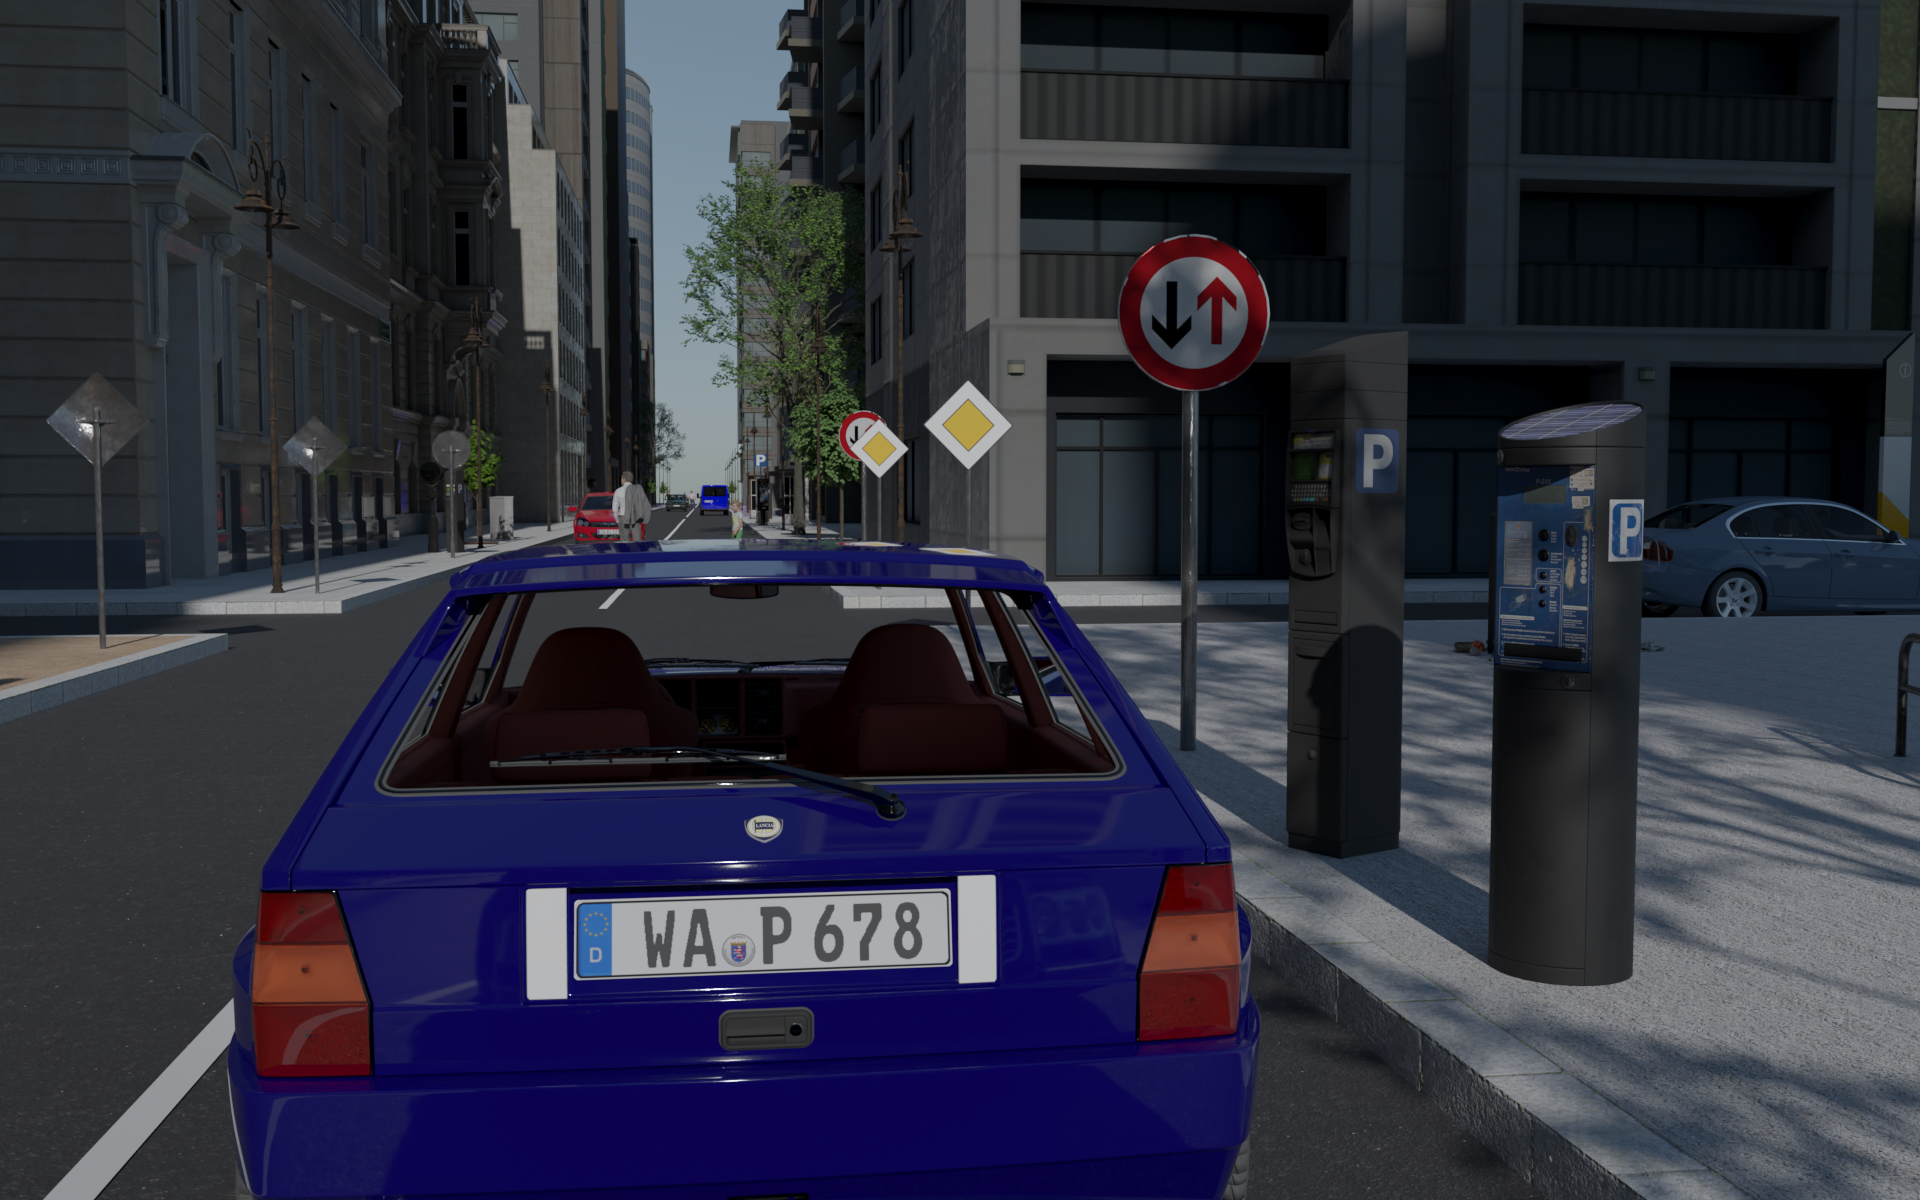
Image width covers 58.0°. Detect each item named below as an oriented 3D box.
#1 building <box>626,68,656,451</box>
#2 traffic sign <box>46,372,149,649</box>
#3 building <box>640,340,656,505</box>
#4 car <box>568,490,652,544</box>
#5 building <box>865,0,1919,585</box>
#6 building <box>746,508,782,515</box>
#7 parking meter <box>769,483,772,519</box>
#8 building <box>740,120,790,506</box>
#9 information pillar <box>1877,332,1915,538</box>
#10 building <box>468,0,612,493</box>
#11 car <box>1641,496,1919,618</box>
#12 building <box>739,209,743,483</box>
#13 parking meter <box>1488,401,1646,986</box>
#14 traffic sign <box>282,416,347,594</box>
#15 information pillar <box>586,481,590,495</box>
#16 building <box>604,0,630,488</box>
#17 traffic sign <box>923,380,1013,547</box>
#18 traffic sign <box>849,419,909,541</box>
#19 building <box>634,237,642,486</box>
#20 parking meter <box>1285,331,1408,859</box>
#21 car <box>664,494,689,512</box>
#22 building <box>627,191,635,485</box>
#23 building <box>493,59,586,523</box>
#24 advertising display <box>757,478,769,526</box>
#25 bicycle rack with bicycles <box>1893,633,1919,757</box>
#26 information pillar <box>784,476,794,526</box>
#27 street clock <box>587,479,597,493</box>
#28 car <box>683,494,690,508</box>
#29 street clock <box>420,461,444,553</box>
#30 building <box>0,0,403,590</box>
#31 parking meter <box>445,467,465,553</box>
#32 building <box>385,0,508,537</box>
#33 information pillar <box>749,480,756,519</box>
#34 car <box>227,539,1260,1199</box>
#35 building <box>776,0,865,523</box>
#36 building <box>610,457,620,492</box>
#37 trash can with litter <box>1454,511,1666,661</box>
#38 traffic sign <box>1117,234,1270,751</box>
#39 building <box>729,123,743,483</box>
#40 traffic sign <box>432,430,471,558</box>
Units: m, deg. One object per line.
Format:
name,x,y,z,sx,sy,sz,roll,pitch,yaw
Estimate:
building,-52.567,-42.388,235.040,21.231,58.520,28.212,-1,4,-8
traffic sign,-7.103,-0.652,14.298,0.795,2.450,0.064,-1,4,-8
building,-50.836,-22.136,206.962,27.650,21.520,28.899,-1,4,-8
car,-9.180,-2.230,45.504,2.155,1.783,4.494,-1,4,-10
building,9.138,-36.409,33.543,20.611,71.187,20.563,-1,4,-8
building,-0.776,-27.267,137.697,32.217,40.220,23.993,-1,4,-8
parking meter,-9.855,-5.088,88.899,0.399,1.863,0.255,0,4,0
building,-17.369,-31.183,193.441,14.154,41.232,14.086,-1,4,-8
information pillar,13.561,-2.063,25.091,0.504,3.616,0.183,-1,4,-14
building,-28.281,-25.581,101.849,14.154,41.232,14.086,-1,4,-8
car,9.370,-0.454,19.429,4.499,1.417,2.014,-1,4,-9
building,-16.116,-34.285,215.177,22.147,44.769,28.867,-1,4,-8
parking meter,1.625,0.230,4.648,0.372,1.533,0.369,0,3,0
traffic sign,-8.255,-1.135,22.200,0.795,2.450,0.064,-1,4,-8
information pillar,-20.508,-5.531,94.928,0.304,2.012,0.304,2,4,31
building,-33.456,-29.721,136.046,14.600,45.320,14.200,-1,4,-8
traffic sign,0.068,-0.714,15.320,0.795,2.450,0.064,-1,4,-8
traffic sign,-1.084,-1.197,23.221,0.795,2.450,0.064,-1,4,-8
building,-41.749,-25.359,186.320,14.160,30.474,14.107,-1,4,-8
parking meter,1.381,-0.031,6.213,0.399,1.863,0.255,-3,4,-36
car,-23.346,-8.129,142.700,2.009,1.686,4.222,-1,4,-9
building,-36.151,-23.187,150.801,14.160,30.474,14.107,-1,4,-8
building,-24.203,-14.042,84.331,10.420,20.320,16.860,-1,4,-8
advertising display,-8.050,-4.007,70.727,0.123,1.923,0.974,1,4,16
bicycle rack with bicycles,5.474,0.356,7.562,2.852,0.926,2.925,1,4,11
information pillar,-6.981,-4.049,70.692,0.304,2.012,0.304,2,4,25
street clock,-17.408,-4.730,81.904,0.471,2.002,0.358,3,4,37
car,-29.980,-10.641,185.785,2.131,1.459,4.920,0,4,-7
street clock,-11.527,-2.036,37.867,0.471,2.002,0.358,0,4,3
building,-18.540,-15.004,31.225,13.634,28.700,20.117,-1,4,-8
parking meter,-11.035,-1.964,37.830,0.255,1.863,0.399,1,4,12
building,-22.961,-14.635,58.364,14.460,24.649,34.723,-1,4,-8
information pillar,-10.635,-5.165,88.941,0.304,2.012,0.304,-2,4,-24
car,-0.546,0.498,4.442,1.945,1.354,3.894,0,4,-8
building,2.470,-26.247,83.769,22.147,44.769,28.867,-1,4,-8
building,-34.181,-41.550,117.595,20.563,71.187,20.611,-1,4,-8
trash can with litter,4.890,-0.178,13.961,2.233,1.210,1.678,-1,4,-20
traffic sign,1.143,-0.519,8.599,0.768,2.556,0.104,0,4,-8
building,-17.685,-40.013,243.451,28.713,52.752,27.495,-1,4,-8
traffic sign,-10.177,-2.114,34.677,0.768,2.556,0.104,0,4,-3
